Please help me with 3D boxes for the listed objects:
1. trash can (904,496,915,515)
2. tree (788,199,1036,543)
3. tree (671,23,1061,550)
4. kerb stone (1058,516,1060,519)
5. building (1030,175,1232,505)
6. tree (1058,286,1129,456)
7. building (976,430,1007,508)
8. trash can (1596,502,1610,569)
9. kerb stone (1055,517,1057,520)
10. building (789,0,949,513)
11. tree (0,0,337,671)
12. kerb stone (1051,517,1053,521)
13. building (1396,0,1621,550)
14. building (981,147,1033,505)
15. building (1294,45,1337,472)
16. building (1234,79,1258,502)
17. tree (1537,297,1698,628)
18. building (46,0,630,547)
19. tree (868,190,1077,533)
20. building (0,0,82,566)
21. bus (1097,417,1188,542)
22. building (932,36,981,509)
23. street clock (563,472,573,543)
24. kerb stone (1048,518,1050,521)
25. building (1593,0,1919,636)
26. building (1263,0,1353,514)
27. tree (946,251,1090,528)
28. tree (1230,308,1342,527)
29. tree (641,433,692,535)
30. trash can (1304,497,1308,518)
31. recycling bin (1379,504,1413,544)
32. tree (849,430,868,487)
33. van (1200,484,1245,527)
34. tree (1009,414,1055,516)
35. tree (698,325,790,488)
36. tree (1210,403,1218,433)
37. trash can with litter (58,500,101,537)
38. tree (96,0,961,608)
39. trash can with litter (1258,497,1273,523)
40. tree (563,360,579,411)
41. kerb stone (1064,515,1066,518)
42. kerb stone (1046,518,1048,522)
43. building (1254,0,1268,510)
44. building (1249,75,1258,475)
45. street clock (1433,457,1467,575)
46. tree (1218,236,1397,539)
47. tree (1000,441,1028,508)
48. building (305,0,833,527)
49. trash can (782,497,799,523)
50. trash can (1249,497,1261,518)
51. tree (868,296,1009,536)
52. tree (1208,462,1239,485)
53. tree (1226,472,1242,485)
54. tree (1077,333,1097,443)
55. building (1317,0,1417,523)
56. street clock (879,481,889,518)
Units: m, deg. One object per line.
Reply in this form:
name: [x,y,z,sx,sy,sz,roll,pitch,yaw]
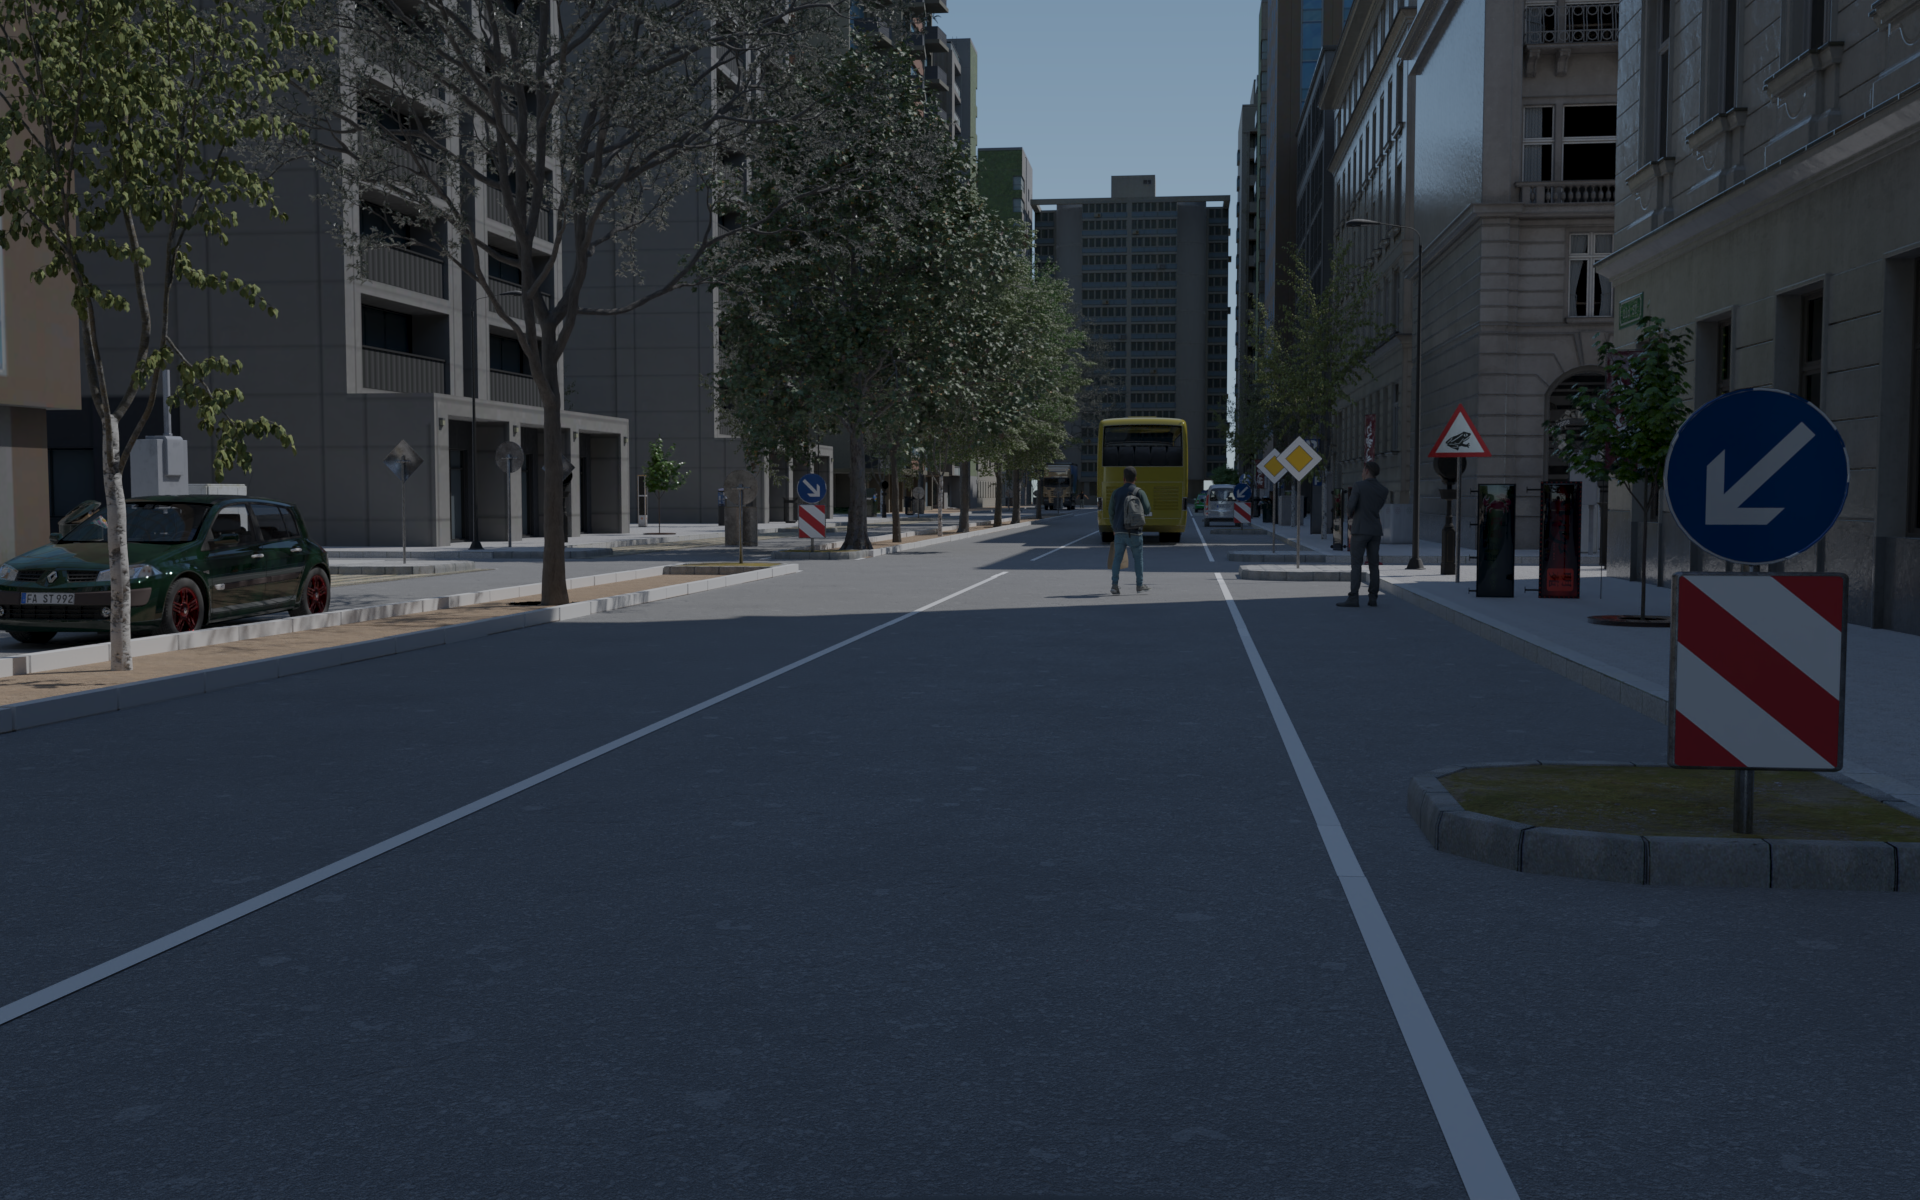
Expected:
trash can: [-3.016,-5.665,104.270,0.748,1.137,0.748,0,3,0]
tree: [-1.788,-6.977,50.938,8.767,10.594,7.601,0,4,7]
tree: [-2.502,-7.507,42.204,9.611,12.733,9.660,0,3,0]
kerb stone: [5.335,-4.570,96.967,0.120,0.150,1.000,0,4,7]
building: [21.206,-31.916,213.715,23.993,40.220,32.217,0,4,7]
tree: [4.465,-11.287,97.377,12.009,13.543,11.850,0,3,0]
building: [-10.985,-20.273,176.500,28.899,21.520,27.650,0,4,7]
trash can: [11.257,-1.098,29.601,0.748,1.137,0.748,0,3,0]
kerb stone: [5.075,-4.449,94.937,0.120,0.150,1.000,0,4,7]
building: [-12.786,-29.089,130.226,22.147,44.769,28.867,0,4,7]
tree: [-6.767,-3.711,13.501,4.737,8.622,4.395,0,3,0]
kerb stone: [4.687,-4.259,91.887,0.120,0.150,1.000,0,4,7]
building: [24.011,-12.331,43.418,24.055,21.916,13.314,0,4,7]
building: [1.249,-32.061,207.785,14.086,41.232,14.154,0,4,7]
building: [26.884,-18.651,98.455,14.314,27.812,24.014,0,4,7]
building: [43.493,-35.561,205.127,21.600,48.544,21.300,0,4,7]
tree: [6.868,-1.379,17.143,1.663,3.219,1.824,0,3,0]
building: [-21.500,-37.497,51.322,20.563,71.187,20.611,0,4,7]
tree: [0.087,-8.774,64.044,7.486,12.596,7.792,0,3,0]
building: [-22.724,-22.748,22.040,14.200,45.320,14.600,0,4,7]
bus: [5.666,-3.845,54.414,2.896,3.916,12.252,0,4,5]
building: [-6.253,-28.631,151.708,14.154,41.232,14.086,0,4,7]
street clock: [-10.448,-2.515,45.687,0.471,2.002,0.358,-1,4,-14]
kerb stone: [4.423,-4.137,89.845,0.120,0.150,1.000,0,4,7]
building: [15.167,-13.910,3.850,17.030,29.872,44.131,0,4,7]
building: [28.154,-28.611,117.898,14.600,45.320,14.200,0,4,7]
tree: [1.700,-8.872,73.272,9.928,11.665,9.643,0,3,0]
tree: [12.731,-7.146,67.192,4.360,8.622,3.978,0,3,0]
tree: [-9.529,-3.672,54.637,1.663,3.219,1.824,0,3,0]
trash can: [18.256,-4.956,92.680,0.748,1.137,0.748,0,3,0]
recycling bin: [11.208,-1.957,44.551,0.722,1.027,0.722,-1,4,-19]
tree: [-4.581,-9.192,100.650,4.360,8.622,3.978,0,3,0]
van: [11.703,-4.290,77.150,2.013,2.044,4.112,0,4,8]
tree: [3.050,-8.352,89.370,4.360,8.622,3.978,0,3,0]
tree: [-8.421,-7.283,69.434,4.360,8.622,3.978,0,3,0]
tree: [16.338,-8.968,96.985,4.737,8.622,4.395,0,3,0]
trash can with litter: [-16.162,-1.233,31.548,1.055,1.170,0.624,1,4,17]
tree: [-5.187,-6.657,21.676,12.009,13.543,11.850,0,3,0]
trash can with litter: [13.865,-4.034,77.348,1.055,1.170,0.624,-3,5,-39]
tree: [-18.249,-7.510,73.151,4.360,8.622,3.978,0,3,0]
kerb stone: [5.986,-4.884,102.060,0.120,0.150,1.000,0,4,7]
kerb stone: [4.292,-4.069,88.832,0.120,0.150,1.000,0,4,7]
building: [32.042,-28.293,146.177,14.154,41.232,14.086,0,4,7]
building: [39.956,-33.506,167.425,23.786,49.044,30.456,0,4,7]
street clock: [7.756,-1.400,27.463,0.471,2.002,0.358,0,4,-3]
tree: [10.103,-6.032,48.984,4.737,8.622,4.395,0,3,0]
tree: [4.806,-13.007,163.023,4.737,8.622,4.395,0,3,0]
building: [-17.264,-39.517,84.362,20.563,71.187,20.611,0,4,7]
trash can: [-7.462,-3.951,76.246,0.748,1.137,0.748,0,3,0]
trash can: [16.146,-5.084,94.779,0.748,1.137,0.748,0,3,0]
tree: [-0.653,-6.441,58.128,4.360,8.622,3.978,0,3,0]
tree: [28.791,-12.517,188.358,4.285,4.588,4.351,0,3,0]
tree: [21.773,-8.658,136.153,1.663,3.219,1.824,0,3,0]
tree: [2.583,-9.872,81.992,7.486,12.596,7.792,0,3,0]
building: [23.932,-14.557,71.288,16.112,22.955,30.059,0,4,7]
street clock: [-4.085,-5.429,93.330,0.471,2.002,0.358,-2,4,-33]
